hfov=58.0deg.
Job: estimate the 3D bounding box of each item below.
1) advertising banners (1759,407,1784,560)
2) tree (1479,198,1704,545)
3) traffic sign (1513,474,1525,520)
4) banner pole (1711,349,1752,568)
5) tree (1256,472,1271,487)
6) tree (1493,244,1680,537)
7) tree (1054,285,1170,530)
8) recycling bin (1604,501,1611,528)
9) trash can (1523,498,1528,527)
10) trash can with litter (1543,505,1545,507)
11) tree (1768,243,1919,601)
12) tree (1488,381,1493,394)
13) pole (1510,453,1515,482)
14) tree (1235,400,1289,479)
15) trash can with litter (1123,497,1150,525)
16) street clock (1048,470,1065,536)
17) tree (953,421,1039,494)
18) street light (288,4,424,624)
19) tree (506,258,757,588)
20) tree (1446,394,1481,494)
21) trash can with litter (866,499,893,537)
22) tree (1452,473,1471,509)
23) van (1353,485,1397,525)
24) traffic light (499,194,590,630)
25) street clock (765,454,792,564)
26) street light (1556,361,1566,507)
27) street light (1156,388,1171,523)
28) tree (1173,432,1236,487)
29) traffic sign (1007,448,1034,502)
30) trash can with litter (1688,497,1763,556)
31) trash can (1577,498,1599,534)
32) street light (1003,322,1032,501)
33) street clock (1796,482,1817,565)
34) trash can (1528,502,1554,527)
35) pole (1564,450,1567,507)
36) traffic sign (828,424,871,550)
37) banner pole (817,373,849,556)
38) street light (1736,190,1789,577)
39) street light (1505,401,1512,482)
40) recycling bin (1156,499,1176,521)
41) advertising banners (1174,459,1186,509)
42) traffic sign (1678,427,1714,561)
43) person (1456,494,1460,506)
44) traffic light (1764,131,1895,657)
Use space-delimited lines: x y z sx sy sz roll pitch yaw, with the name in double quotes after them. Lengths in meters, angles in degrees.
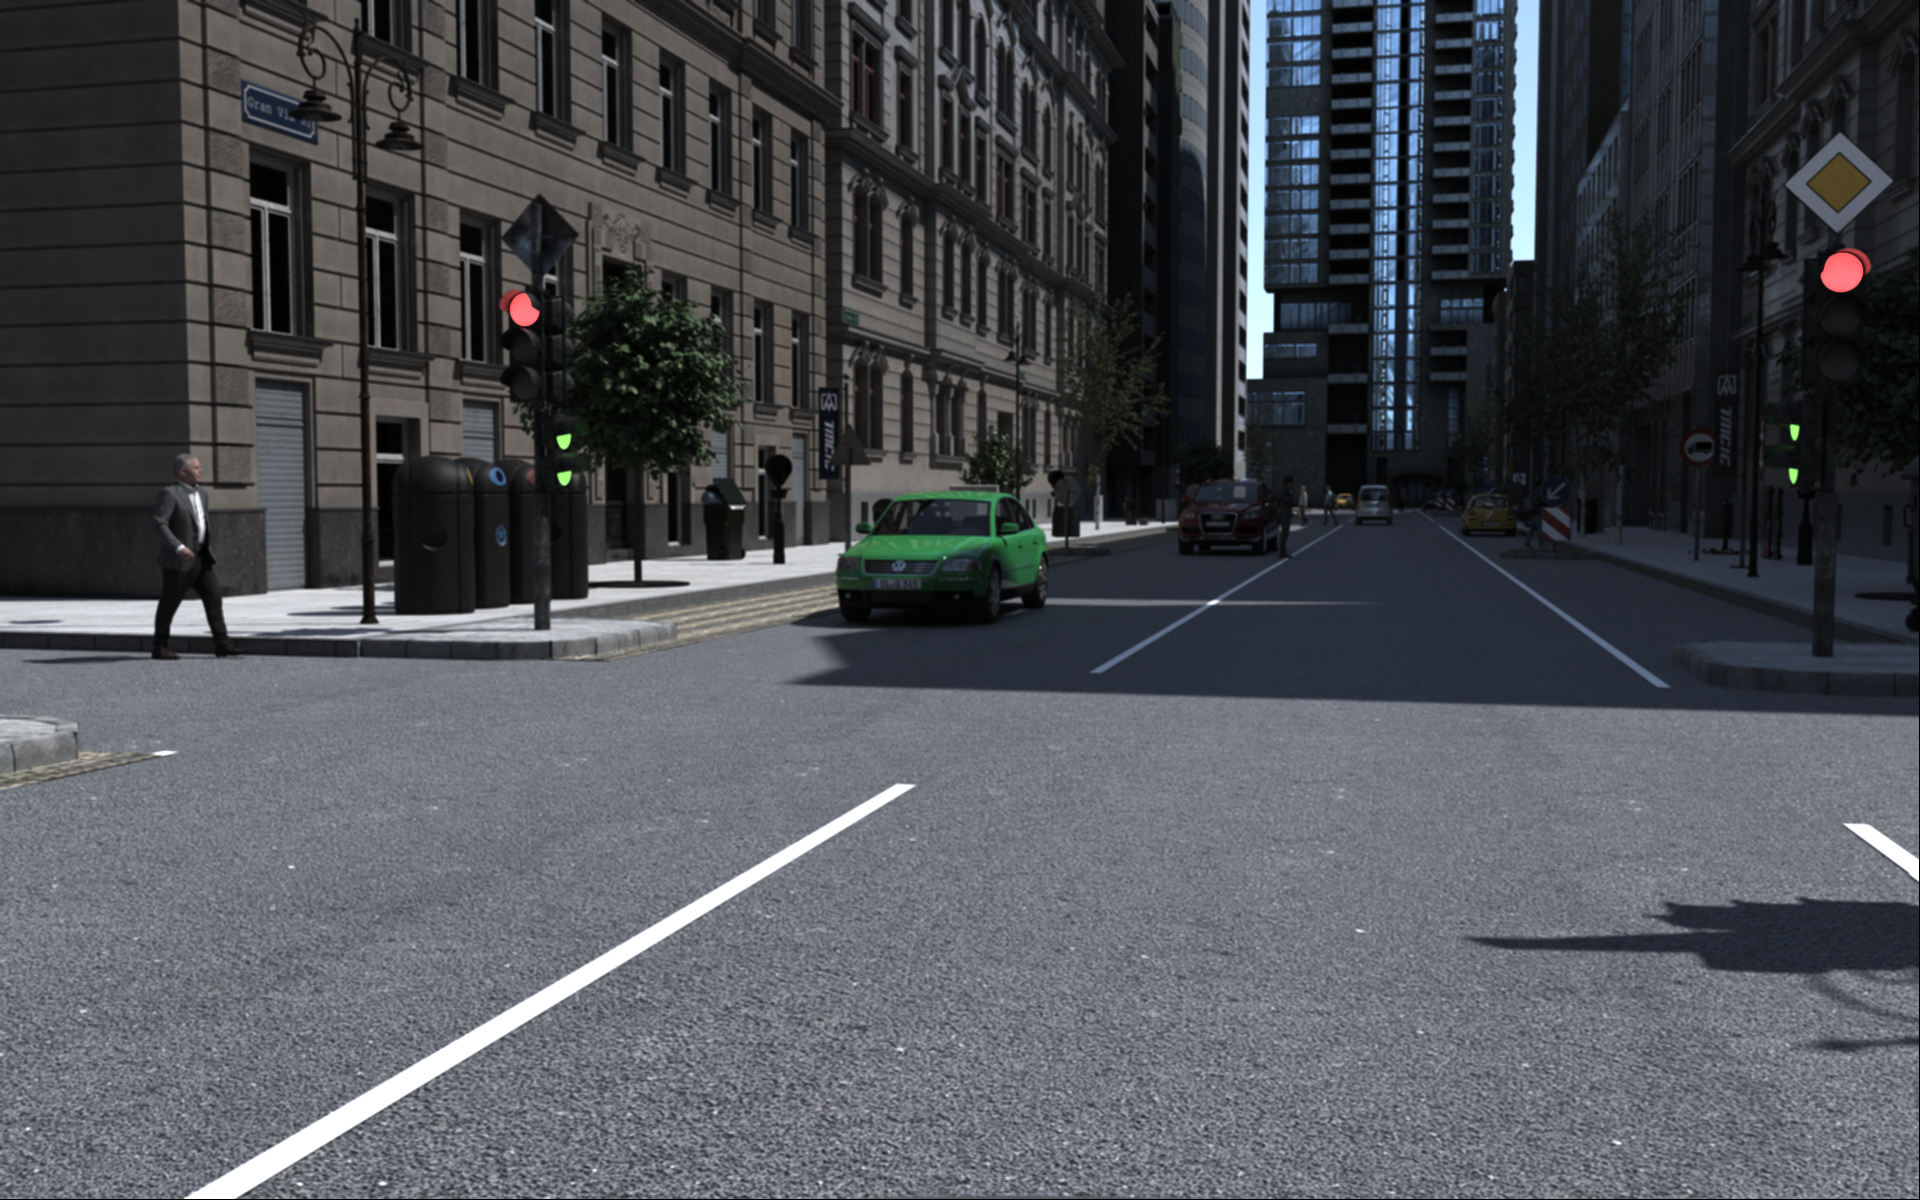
16.024 -2.330 34.280 0.090 3.025 2.074 1 4 13 "advertising banners"
16.425 -5.692 43.420 4.737 8.622 4.395 0 3 0 "tree"
27.480 -5.079 85.173 0.606 2.300 0.079 1 4 15 "traffic sign"
13.450 -2.454 30.133 0.401 3.779 0.863 -2 4 -30 "banner pole"
24.624 -8.939 140.762 1.663 3.219 1.824 0 3 0 "tree"
18.487 -6.144 50.820 4.360 8.622 3.978 0 3 0 "tree"
5.151 -6.831 62.055 4.737 8.622 4.395 0 3 0 "tree"
24.597 -3.312 66.713 0.722 1.027 0.722 0 4 4 "recycling bin"
22.014 -3.360 66.590 0.748 1.137 0.748 0 3 0 "trash can"
21.858 -3.235 64.281 1.055 1.170 0.624 1 4 18 "trash can with litter"
11.817 -2.297 21.263 4.285 4.588 4.351 0 3 0 "tree"
24.401 -7.498 72.948 4.360 8.622 3.978 0 3 0 "tree"
27.399 -5.631 85.906 0.158 3.312 0.155 0 3 0 "pole"
23.403 -11.323 135.488 4.360 8.622 3.978 0 3 0 "tree"
7.296 -3.680 71.554 1.055 1.170 0.624 0 4 -6 "trash can with litter"
2.929 -2.950 52.800 0.471 2.002 0.358 -2 4 -26 "street clock"
0.899 -3.037 44.249 1.663 3.219 1.824 0 3 0 "tree"
-5.854 -2.703 16.986 0.468 5.910 1.993 1 4 14 "street light"
-4.444 -2.476 24.200 4.285 4.588 4.351 0 3 0 "tree"
37.239 -10.689 125.134 4.737 8.622 4.395 0 3 0 "tree"
-1.904 -1.904 42.523 0.624 1.170 1.055 1 4 16 "trash can with litter"
44.157 -9.684 152.934 1.663 3.219 1.824 0 3 0 "tree"
19.363 -4.521 80.923 2.013 2.044 4.112 1 4 14 "van"
-3.932 -1.672 16.252 0.839 4.253 0.868 1 4 14 "traffic light"
-3.322 -1.662 31.747 0.471 2.002 0.358 -1 4 -14 "street clock"
19.447 -5.076 55.781 0.468 5.910 1.993 1 4 14 "street light"
8.914 -6.299 75.775 0.468 5.910 1.993 1 4 14 "street light"
12.869 -6.618 91.923 4.285 4.588 4.351 0 3 0 "tree"
1.644 -2.963 48.451 0.884 2.594 0.081 1 4 18 "traffic sign"
16.562 -1.602 37.248 1.678 1.210 2.233 1 4 20 "trash can with litter"
20.253 -2.706 55.904 0.748 1.137 0.748 0 3 0 "trash can"
1.549 -4.515 46.601 0.468 5.910 1.993 1 4 14 "street light"
15.289 -1.634 31.290 0.358 2.002 0.471 -2 4 -29 "street clock"
20.453 -2.981 60.387 0.748 1.137 0.748 0 3 0 "trash can"
27.916 -5.269 79.991 0.158 3.312 0.155 0 3 0 "pole"
-2.056 -1.962 32.081 0.884 2.594 0.081 2 4 24 "traffic sign"
-2.564 -2.809 35.946 0.863 3.779 0.401 -2 4 -28 "banner pole"
12.290 -3.295 26.669 0.468 5.910 1.993 1 4 14 "street light"
26.836 -6.853 84.834 0.468 5.910 1.993 1 4 14 "street light"
9.859 -4.297 82.805 0.722 1.027 0.722 -3 5 -40 "recycling bin"
11.384 -5.507 86.227 2.074 3.025 0.090 -3 4 -37 "advertising banners"
14.143 -2.023 33.178 0.768 2.556 0.104 1 4 14 "traffic sign"
47.649 -9.421 165.758 0.421 1.427 0.697 1 4 18 "person"
6.801 -1.508 13.580 0.839 4.253 0.868 1 4 14 "traffic light"
